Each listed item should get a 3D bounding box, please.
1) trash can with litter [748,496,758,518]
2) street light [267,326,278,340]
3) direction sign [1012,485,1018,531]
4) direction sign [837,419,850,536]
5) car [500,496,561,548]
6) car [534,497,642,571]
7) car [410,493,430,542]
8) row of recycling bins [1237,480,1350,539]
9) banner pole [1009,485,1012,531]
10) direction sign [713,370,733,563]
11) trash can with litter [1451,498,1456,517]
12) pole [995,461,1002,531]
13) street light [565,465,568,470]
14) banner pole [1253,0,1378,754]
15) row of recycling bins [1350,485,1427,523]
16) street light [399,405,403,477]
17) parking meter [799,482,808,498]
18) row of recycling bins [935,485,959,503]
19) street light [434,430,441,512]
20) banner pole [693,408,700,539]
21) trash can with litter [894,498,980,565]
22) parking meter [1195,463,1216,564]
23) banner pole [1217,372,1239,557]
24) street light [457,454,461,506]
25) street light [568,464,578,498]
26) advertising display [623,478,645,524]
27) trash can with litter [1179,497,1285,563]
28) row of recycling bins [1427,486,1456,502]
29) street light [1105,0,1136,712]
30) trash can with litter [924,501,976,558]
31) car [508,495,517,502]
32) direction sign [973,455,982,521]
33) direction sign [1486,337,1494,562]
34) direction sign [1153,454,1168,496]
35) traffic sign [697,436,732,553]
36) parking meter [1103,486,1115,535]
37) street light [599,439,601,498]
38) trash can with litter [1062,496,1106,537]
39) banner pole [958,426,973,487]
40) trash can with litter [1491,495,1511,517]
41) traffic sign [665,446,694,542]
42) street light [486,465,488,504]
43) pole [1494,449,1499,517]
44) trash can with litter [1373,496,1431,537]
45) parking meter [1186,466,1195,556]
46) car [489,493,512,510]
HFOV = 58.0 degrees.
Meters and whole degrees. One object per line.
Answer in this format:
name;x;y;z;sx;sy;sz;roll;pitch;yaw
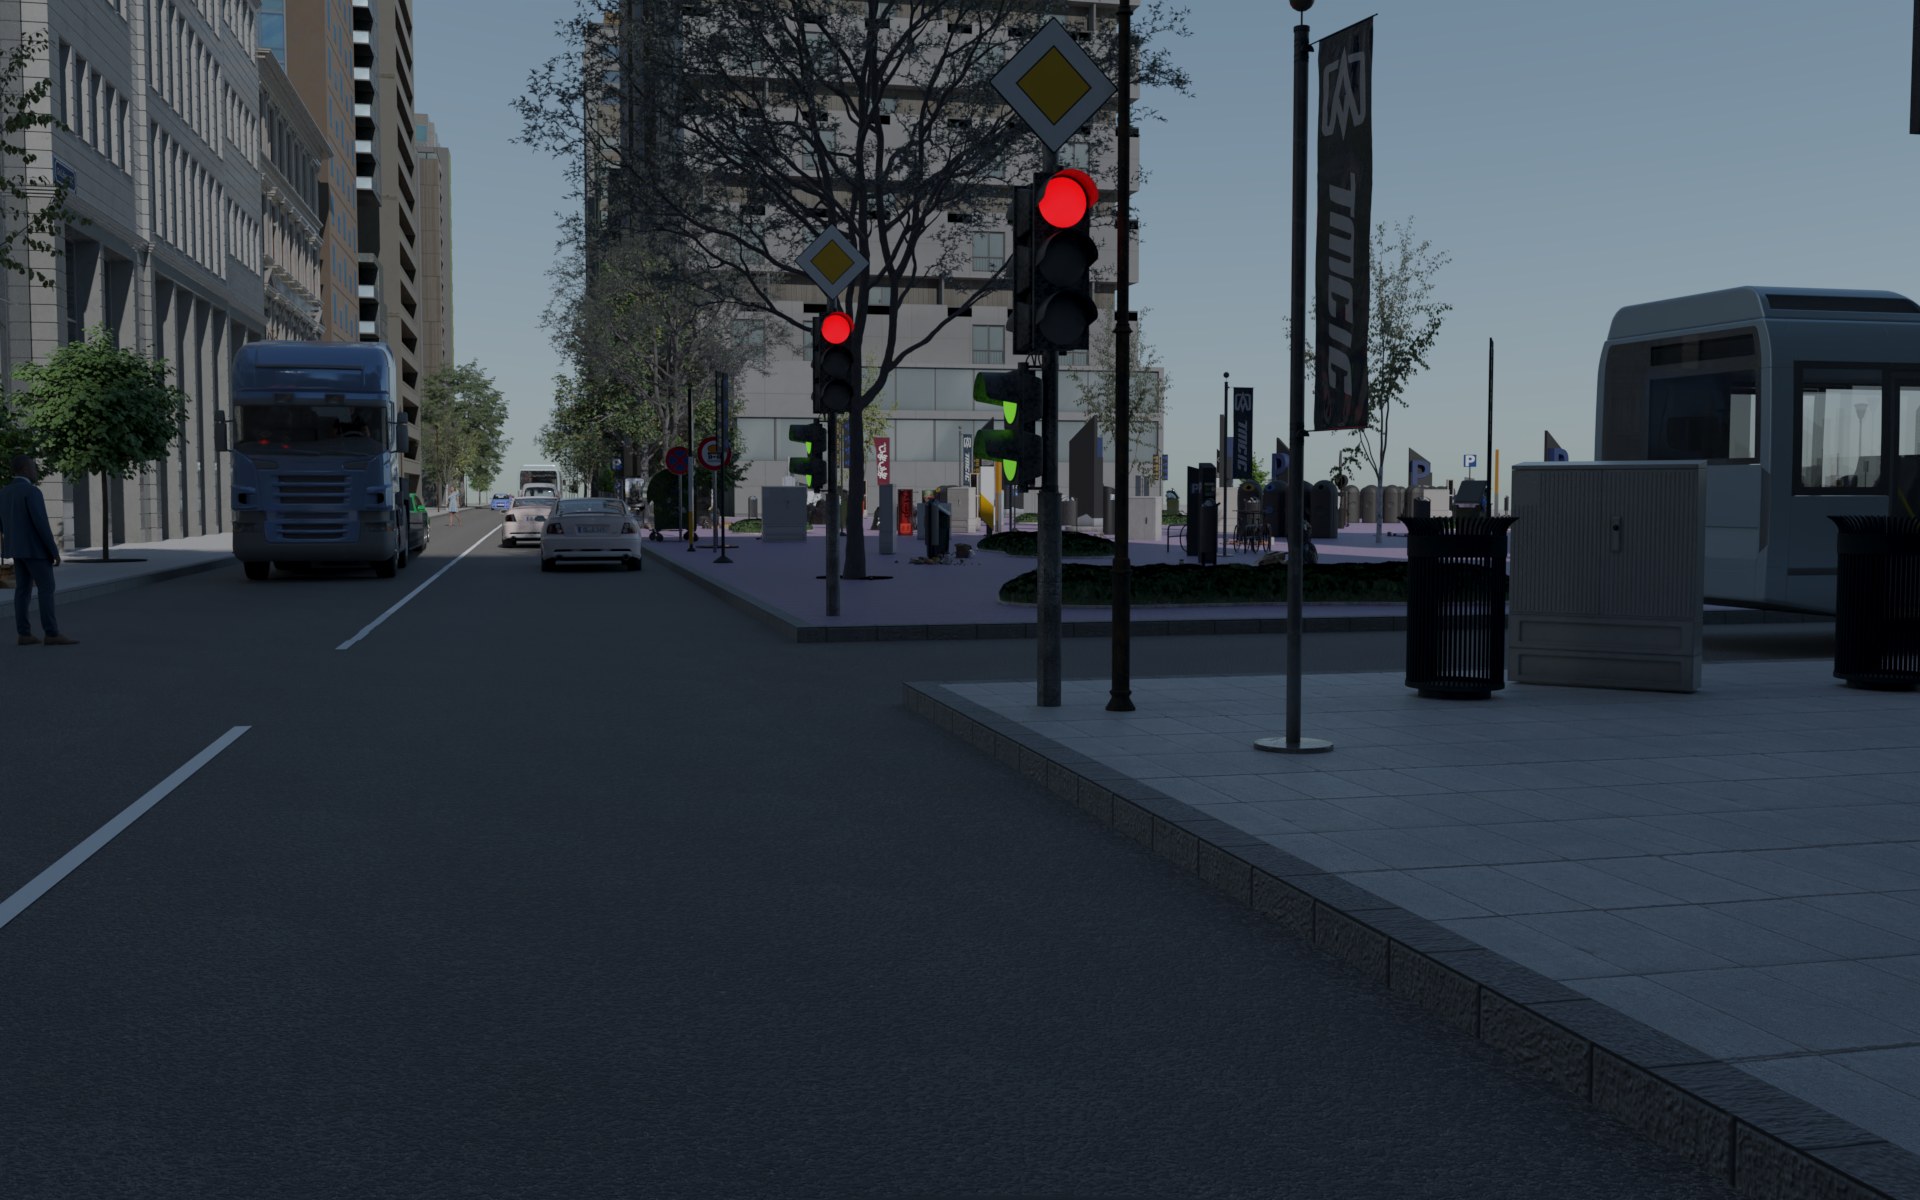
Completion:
trash can with litter;-7.995;-3.583;69.646;1.678;1.210;2.233;2;4;32
street light;-18.892;-4.586;47.774;0.468;5.910;1.993;-1;4;-14
direction sign;1.859;-4.082;58.734;0.379;3.537;0.876;-2;4;-24
direction sign;-3.595;-3.710;52.656;0.379;3.537;0.876;3;5;41
car;-11.535;-2.145;47.428;2.083;1.381;4.827;-1;4;-12
car;-7.189;-1.300;33.614;2.083;1.381;4.827;-1;4;-13
car;-16.327;-2.508;49.802;1.959;1.807;4.718;-1;4;-12
row of recycling bins;9.676;-2.699;51.244;1.069;1.692;3.534;-3;5;-42
banner pole;1.515;-3.296;43.905;0.863;3.779;0.401;0;4;-5
direction sign;-4.417;-2.459;32.200;0.379;3.537;0.876;0;4;6
trash can with litter;20.009;-3.507;68.734;0.624;1.170;1.055;-3;5;-42
pole;1.276;-3.906;57.710;0.158;3.312;0.155;0;3;0
street light;-48.393;-14.782;214.475;0.468;5.910;1.993;-1;4;-14
banner pole;1.760;-1.125;8.408;0.401;3.779;0.863;-1;4;-20
row of recycling bins;18.627;-4.238;76.400;3.534;1.692;1.069;1;4;18
street light;-29.168;-7.196;90.436;0.468;5.910;1.993;-1;4;-14
parking meter;-7.836;-4.950;86.649;0.399;1.863;0.255;1;4;12
row of recycling bins;-0.490;-4.499;80.667;1.069;1.692;3.534;-1;4;-10
street light;-37.012;-9.172;122.756;0.468;5.910;1.993;-1;4;-14
banner pole;-7.722;-3.677;50.140;0.401;3.779;0.863;0;4;-5
trash can with litter;-0.375;-1.296;32.248;1.678;1.210;2.233;0;4;6
parking meter;4.572;-1.611;32.043;0.255;1.863;0.399;0;4;-6
banner pole;5.672;-2.791;35.644;0.863;3.779;0.401;-1;4;-19
street light;-44.711;-11.112;154.473;0.468;5.910;1.993;-1;4;-14
street light;-40.751;-12.841;182.744;0.468;5.910;1.993;-1;4;-14
advertising display;-12.752;-3.827;67.788;0.123;1.923;0.974;3;5;42
trash can with litter;4.023;-1.014;27.638;1.678;1.210;2.233;-1;4;-13
row of recycling bins;24.306;-4.979;88.523;1.069;1.692;3.534;3;5;43
street light;0.954;-2.283;10.115;0.468;5.910;1.993;-1;4;-14
trash can with litter;-0.204;-1.440;34.929;1.055;1.170;0.624;1;4;10
car;-60.347;-13.416;231.711;2.083;1.381;4.827;-1;4;-12
direction sign;1.030;-5.546;82.679;0.876;3.537;0.379;1;4;22
direction sign;7.797;-2.049;25.506;0.379;3.537;0.876;1;4;19
direction sign;11.412;-6.526;98.701;0.876;3.537;0.379;0;4;-6
traffic sign;-5.370;-2.312;37.903;0.768;2.556;0.104;-1;4;-13
parking meter;4.685;-2.820;54.523;0.372;1.533;0.369;0;3;0
street light;-21.168;-7.887;101.746;0.468;5.910;1.993;-1;4;-14
trash can with litter;3.569;-2.465;51.363;2.233;1.210;1.678;1;4;22
banner pole;0.164;-4.496;63.518;0.401;3.779;0.863;3;5;44
trash can with litter;30.711;-5.286;97.475;1.678;1.210;2.233;0;4;8
traffic sign;-7.428;-2.805;45.975;0.768;2.556;0.104;0;4;-5
street light;-64.333;-16.061;235.378;0.468;5.910;1.993;-1;4;-14
pole;24.533;-5.218;79.161;0.158;3.312;0.155;0;3;0
trash can with litter;13.592;-2.516;52.189;2.233;1.210;1.678;3;4;38
parking meter;4.907;-1.842;35.834;0.399;1.863;0.255;1;4;20
car;-40.550;-8.772;153.007;1.945;1.707;3.694;-1;4;-14
